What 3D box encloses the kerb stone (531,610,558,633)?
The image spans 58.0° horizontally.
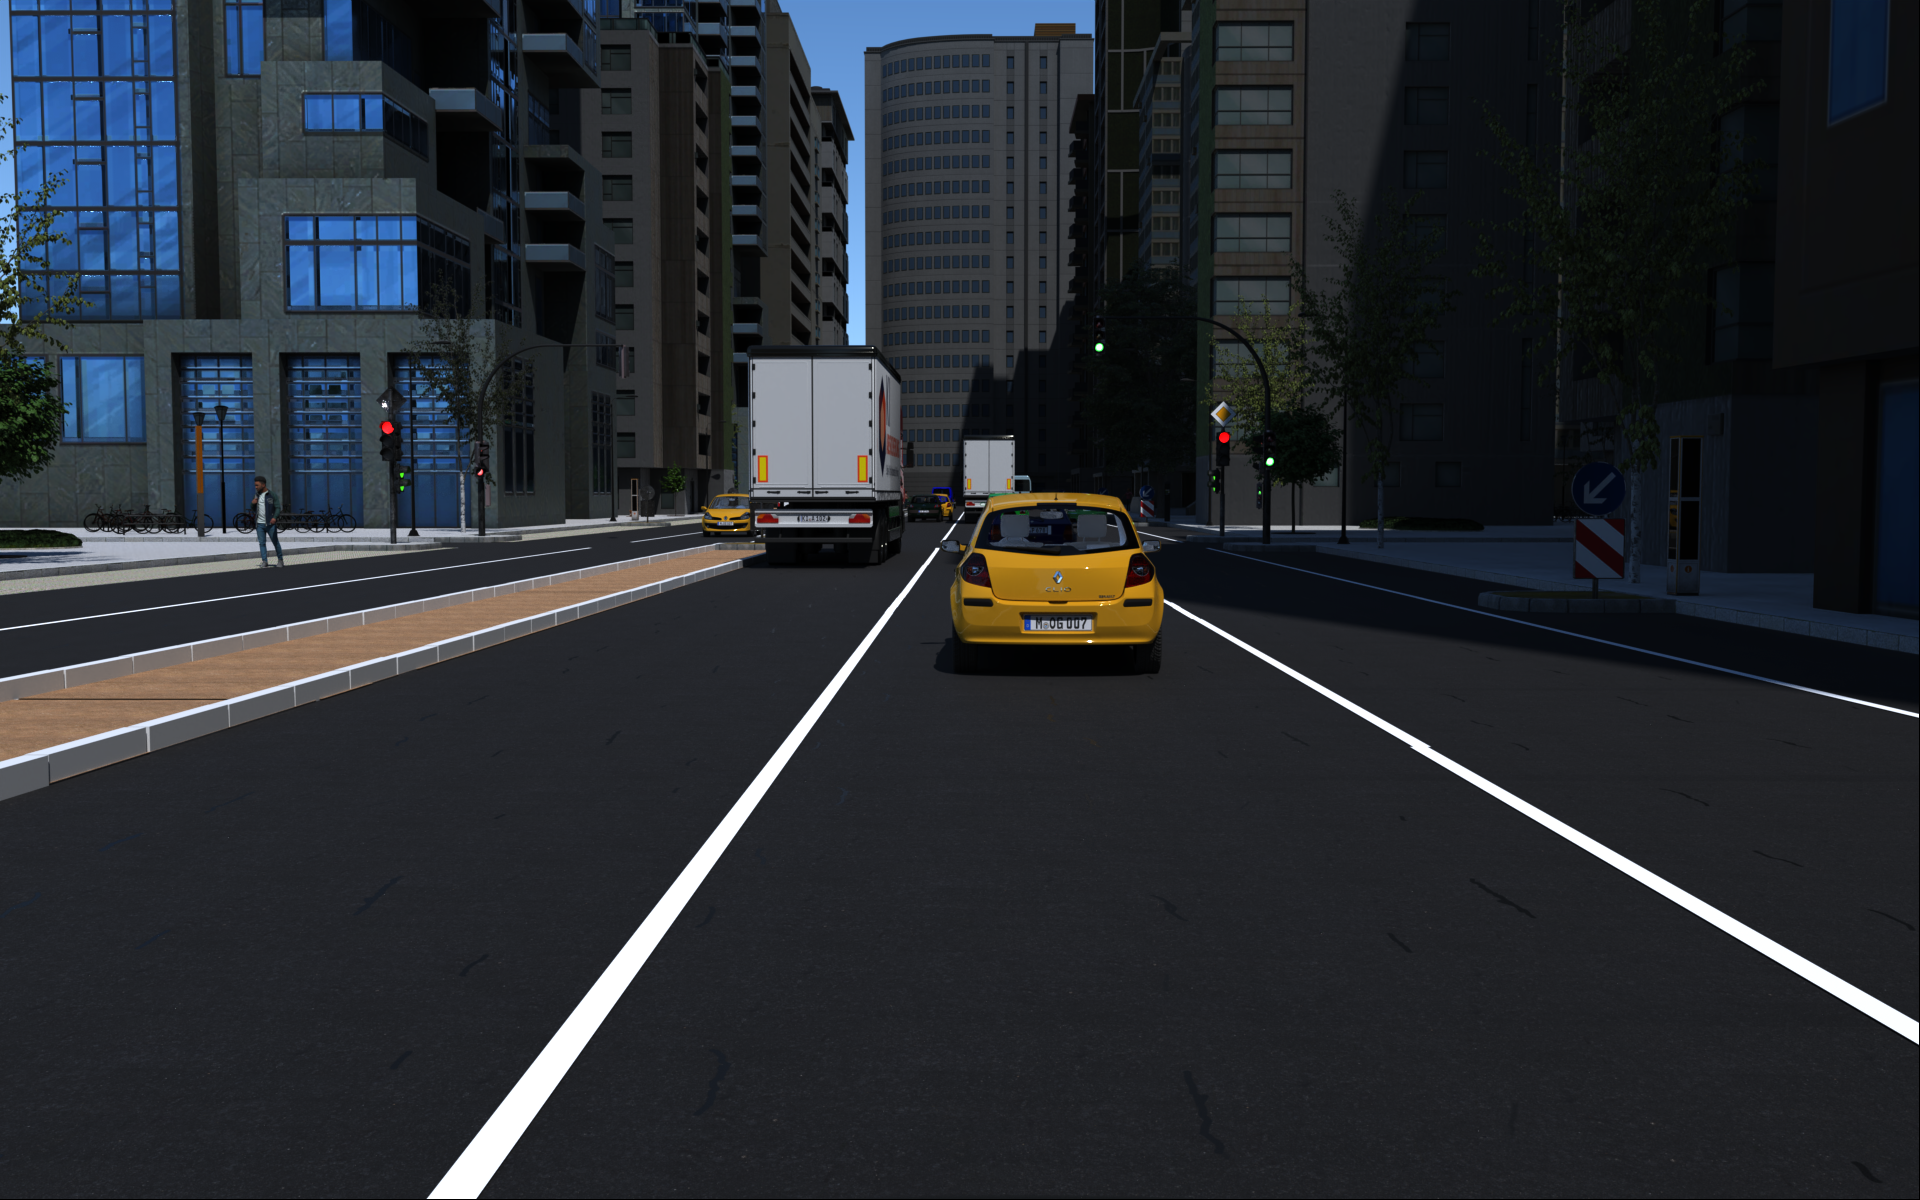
[{"bbox_3d":[-4.449,0.243,18.265,0.120,0.150,1.000,0,4,1],"label":"kerb stone"}]

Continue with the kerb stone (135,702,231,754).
[{"bbox_3d":[-4.525,0.743,10.055,0.120,0.150,1.000,0,4,1],"label":"kerb stone"}]

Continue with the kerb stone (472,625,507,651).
[{"bbox_3d":[-4.460,0.366,16.207,0.120,0.150,1.000,0,4,1],"label":"kerb stone"}]

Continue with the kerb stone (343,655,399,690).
[{"bbox_3d":[-4.499,0.554,13.133,0.120,0.150,1.000,0,4,1],"label":"kerb stone"}]

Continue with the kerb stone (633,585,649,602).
[{"bbox_3d":[-4.394,-0.068,23.393,0.120,0.150,1.000,0,4,1],"label":"kerb stone"}]

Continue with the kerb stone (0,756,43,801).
[{"bbox_3d":[-4.542,0.868,8.008,0.120,0.150,1.000,0,4,1],"label":"kerb stone"}]

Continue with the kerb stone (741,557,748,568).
[{"bbox_3d":[-4.284,-0.699,33.630,0.120,0.150,1.000,0,4,1],"label":"kerb stone"}]

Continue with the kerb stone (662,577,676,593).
[{"bbox_3d":[-4.365,-0.196,25.445,0.120,0.150,1.000,0,4,1],"label":"kerb stone"}]

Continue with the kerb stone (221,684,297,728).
[{"bbox_3d":[-4.516,0.682,11.077,0.120,0.150,1.000,0,4,1],"label":"kerb stone"}]

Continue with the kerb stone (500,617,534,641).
[{"bbox_3d":[-4.458,0.303,17.243,0.120,0.150,1.000,0,4,1],"label":"kerb stone"}]

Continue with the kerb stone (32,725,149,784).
[{"bbox_3d":[-4.542,0.805,9.031,0.120,0.150,1.000,0,4,1],"label":"kerb stone"}]

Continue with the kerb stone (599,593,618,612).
[{"bbox_3d":[-4.412,0.052,21.346,0.120,0.150,1.000,0,4,1],"label":"kerb stone"}]

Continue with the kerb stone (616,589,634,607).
[{"bbox_3d":[-4.405,-0.011,22.369,0.120,0.150,1.000,0,4,1],"label":"kerb stone"}]

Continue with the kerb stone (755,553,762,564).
[{"bbox_3d":[-4.265,-0.825,35.690,0.120,0.150,1.000,0,4,1],"label":"kerb stone"}]

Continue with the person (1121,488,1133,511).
[{"bbox_3d":[12.561,-7.517,129.668,0.721,1.743,1.217,-3,5,-43],"label":"person"}]

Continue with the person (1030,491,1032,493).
[{"bbox_3d":[6.366,-8.813,153.300,0.721,1.736,1.217,0,4,7],"label":"person"}]

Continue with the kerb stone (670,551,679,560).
[{"bbox_3d":[-6.341,-0.953,37.784,0.120,0.150,1.000,0,4,1],"label":"kerb stone"}]

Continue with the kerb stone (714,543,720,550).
[{"bbox_3d":[-6.281,-1.322,43.939,0.120,0.150,1.000,0,4,1],"label":"kerb stone"}]

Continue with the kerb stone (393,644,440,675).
[{"bbox_3d":[-4.485,0.497,14.155,0.120,0.150,1.000,0,4,1],"label":"kerb stone"}]

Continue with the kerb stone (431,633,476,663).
[{"bbox_3d":[-4.474,0.429,15.177,0.120,0.150,1.000,0,4,1],"label":"kerb stone"}]

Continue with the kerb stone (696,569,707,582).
[{"bbox_3d":[-4.339,-0.386,28.514,0.120,0.150,1.000,0,4,1],"label":"kerb stone"}]

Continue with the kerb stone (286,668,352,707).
[{"bbox_3d":[-4.508,0.619,12.104,0.120,0.150,1.000,0,4,1],"label":"kerb stone"}]

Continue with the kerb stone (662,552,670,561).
[{"bbox_3d":[-6.357,-0.891,36.756,0.120,0.150,1.000,0,4,1],"label":"kerb stone"}]

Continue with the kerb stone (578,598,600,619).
[{"bbox_3d":[-4.420,0.115,20.324,0.120,0.150,1.000,0,4,1],"label":"kerb stone"}]

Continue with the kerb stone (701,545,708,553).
[{"bbox_3d":[-6.304,-1.200,41.891,0.120,0.150,1.000,0,4,1],"label":"kerb stone"}]

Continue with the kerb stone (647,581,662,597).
[{"bbox_3d":[-4.385,-0.133,24.415,0.120,0.150,1.000,0,4,1],"label":"kerb stone"}]

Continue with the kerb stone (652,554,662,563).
[{"bbox_3d":[-6.360,-0.828,35.732,0.120,0.150,1.000,0,4,1],"label":"kerb stone"}]

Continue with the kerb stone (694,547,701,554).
[{"bbox_3d":[-6.316,-1.142,40.867,0.120,0.150,1.000,0,4,1],"label":"kerb stone"}]

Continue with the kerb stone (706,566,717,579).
[{"bbox_3d":[-4.328,-0.449,29.536,0.120,0.150,1.000,0,4,1],"label":"kerb stone"}]

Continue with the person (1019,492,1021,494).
[{"bbox_3d":[4.870,-7.987,140.563,0.415,1.643,0.593,-1,4,-21],"label":"person"}]

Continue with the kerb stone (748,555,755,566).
[{"bbox_3d":[-4.279,-0.760,34.658,0.120,0.150,1.000,0,4,1],"label":"kerb stone"}]

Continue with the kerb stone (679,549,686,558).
[{"bbox_3d":[-6.335,-1.017,38.823,0.120,0.150,1.000,0,4,1],"label":"kerb stone"}]

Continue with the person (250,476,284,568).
[{"bbox_3d":[-13.495,-1.519,33.676,0.623,1.781,0.721,0,4,-4],"label":"person"}]

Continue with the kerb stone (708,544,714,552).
[{"bbox_3d":[-6.290,-1.264,42.917,0.120,0.150,1.000,0,4,1],"label":"kerb stone"}]

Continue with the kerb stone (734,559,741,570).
[{"bbox_3d":[-4.298,-0.636,32.603,0.120,0.150,1.000,0,4,1],"label":"kerb stone"}]

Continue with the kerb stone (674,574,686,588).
[{"bbox_3d":[-4.365,-0.261,26.467,0.120,0.150,1.000,0,4,1],"label":"kerb stone"}]

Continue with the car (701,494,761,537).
[{"bbox_3d":[-7.729,-2.984,59.018,2.015,1.641,3.980,0,3,0],"label":"car"}]

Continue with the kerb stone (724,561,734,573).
[{"bbox_3d":[-4.307,-0.574,31.580,0.120,0.150,1.000,0,4,1],"label":"kerb stone"}]

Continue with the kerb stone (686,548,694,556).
[{"bbox_3d":[-6.320,-1.079,39.845,0.120,0.150,1.000,0,4,1],"label":"kerb stone"}]

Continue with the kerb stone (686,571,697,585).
[{"bbox_3d":[-4.350,-0.316,27.489,0.120,0.150,1.000,0,4,1],"label":"kerb stone"}]

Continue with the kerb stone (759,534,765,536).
[{"bbox_3d":[-6.165,-1.988,54.727,0.120,0.150,1.000,0,4,1],"label":"kerb stone"}]

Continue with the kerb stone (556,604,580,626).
[{"bbox_3d":[-4.432,0.178,19.287,0.120,0.150,1.000,0,4,1],"label":"kerb stone"}]

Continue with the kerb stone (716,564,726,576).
[{"bbox_3d":[-4.316,-0.509,30.558,0.120,0.150,1.000,0,4,1],"label":"kerb stone"}]

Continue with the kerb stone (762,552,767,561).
[{"bbox_3d":[-4.257,-0.888,36.712,0.120,0.150,1.000,0,4,1],"label":"kerb stone"}]

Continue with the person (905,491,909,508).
[{"bbox_3d":[-5.327,-10.071,173.876,0.721,1.736,1.217,1,4,14],"label":"person"}]
